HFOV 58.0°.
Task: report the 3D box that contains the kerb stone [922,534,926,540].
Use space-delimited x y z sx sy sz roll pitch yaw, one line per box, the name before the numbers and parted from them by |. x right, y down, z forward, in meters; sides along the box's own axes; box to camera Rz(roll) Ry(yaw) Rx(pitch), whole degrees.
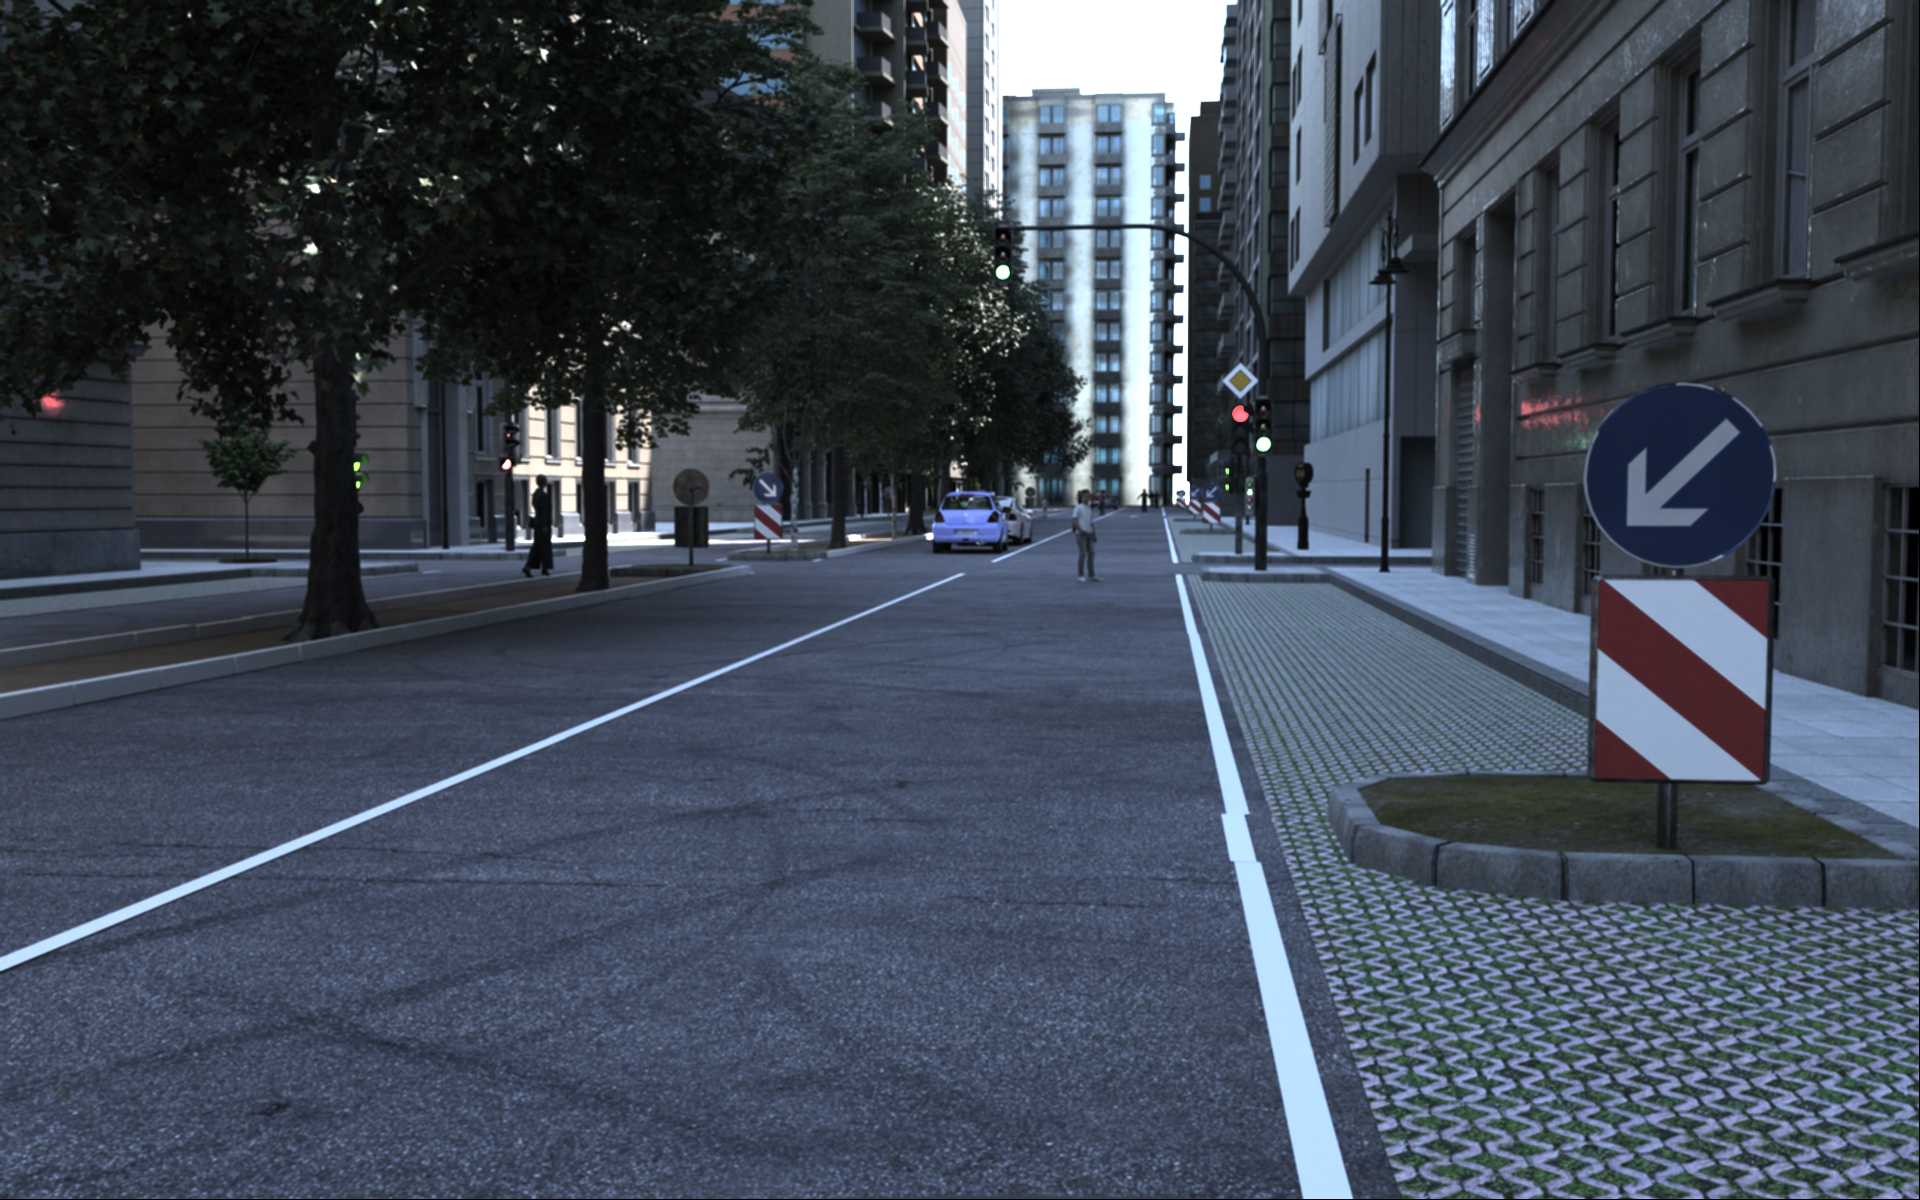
kerb stone | -1.239 -1.913 53.471 0.120 0.150 1.000 0 4 7

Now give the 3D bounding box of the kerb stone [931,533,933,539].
kerb stone | -0.996 -2.036 55.510 0.120 0.150 1.000 0 4 7

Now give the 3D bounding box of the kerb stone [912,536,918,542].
kerb stone | -1.465 -1.788 51.428 0.120 0.150 1.000 0 4 7

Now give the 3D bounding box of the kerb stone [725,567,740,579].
kerb stone | -3.982 -0.449 29.532 0.120 0.150 1.000 0 4 7

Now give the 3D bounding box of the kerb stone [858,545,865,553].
kerb stone | -2.525 -1.227 42.254 0.120 0.150 1.000 0 4 7

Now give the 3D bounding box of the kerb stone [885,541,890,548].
kerb stone | -2.068 -1.476 46.321 0.120 0.150 1.000 0 4 7

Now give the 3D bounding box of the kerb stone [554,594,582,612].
kerb stone | -4.923 0.052 21.380 0.120 0.150 1.000 0 4 7

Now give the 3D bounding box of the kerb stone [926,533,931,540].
kerb stone | -1.115 -1.975 54.486 0.120 0.150 1.000 0 4 7

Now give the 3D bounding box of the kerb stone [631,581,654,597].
kerb stone | -4.566 -0.137 24.443 0.120 0.150 1.000 0 4 7

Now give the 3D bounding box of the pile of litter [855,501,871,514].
pile of litter | -6.405 -5.841 109.472 1.719 0.858 1.176 1 4 17

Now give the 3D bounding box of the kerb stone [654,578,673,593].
kerb stone | -4.451 -0.198 25.459 0.120 0.150 1.000 0 4 7

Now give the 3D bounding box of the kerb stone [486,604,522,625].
kerb stone | -5.158 0.175 19.342 0.120 0.150 1.000 0 4 7

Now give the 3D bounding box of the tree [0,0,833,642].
tree | -6.132 -5.954 16.821 9.611 12.733 9.660 0 3 0

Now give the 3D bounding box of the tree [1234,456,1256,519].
tree | 14.526 -5.772 88.981 1.663 3.219 1.824 0 3 0

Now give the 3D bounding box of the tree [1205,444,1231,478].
tree | 17.788 -7.975 114.101 4.285 4.588 4.351 0 3 0

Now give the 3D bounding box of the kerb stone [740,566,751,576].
kerb stone | -3.865 -0.509 30.553 0.120 0.150 1.000 0 4 7

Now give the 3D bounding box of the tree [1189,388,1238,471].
tree | 17.980 -10.307 118.877 4.360 8.622 3.978 0 3 0

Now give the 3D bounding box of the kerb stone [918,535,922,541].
kerb stone | -1.355 -1.849 52.450 0.120 0.150 1.000 0 4 7

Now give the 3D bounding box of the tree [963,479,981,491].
tree | 1.322 -10.219 161.676 1.663 3.219 1.824 0 3 0

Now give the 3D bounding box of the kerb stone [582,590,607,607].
kerb stone | -4.809 -0.012 22.397 0.120 0.150 1.000 0 4 7

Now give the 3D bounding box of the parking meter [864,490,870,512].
parking meter | -6.045 -6.389 112.876 0.372 1.533 0.369 0 3 0

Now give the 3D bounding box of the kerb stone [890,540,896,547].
kerb stone | -1.941 -1.538 47.342 0.120 0.150 1.000 0 4 7

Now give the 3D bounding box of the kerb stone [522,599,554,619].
kerb stone | -5.036 0.114 20.365 0.120 0.150 1.000 0 4 7

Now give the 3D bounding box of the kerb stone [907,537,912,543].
kerb stone | -1.588 -1.726 50.413 0.120 0.150 1.000 0 4 7

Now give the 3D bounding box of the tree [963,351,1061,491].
tree | 0.506 -8.723 79.495 8.767 10.594 7.601 0 4 7

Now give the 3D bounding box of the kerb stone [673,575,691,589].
kerb stone | -4.340 -0.262 26.475 0.120 0.150 1.000 0 4 7

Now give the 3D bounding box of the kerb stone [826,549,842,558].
kerb stone | -2.882 -1.039 39.195 0.120 0.150 1.000 0 4 7

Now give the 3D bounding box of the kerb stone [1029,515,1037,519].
kerb stone | 4.267 -4.842 101.358 0.120 0.150 1.000 0 4 7

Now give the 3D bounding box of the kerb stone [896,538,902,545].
kerb stone | -1.822 -1.601 48.367 0.120 0.150 1.000 0 4 7

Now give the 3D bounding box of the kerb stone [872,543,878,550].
kerb stone | -2.293 -1.351 44.286 0.120 0.150 1.000 0 4 7

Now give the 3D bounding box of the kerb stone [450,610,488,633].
kerb stone | -5.275 0.241 18.327 0.120 0.150 1.000 0 4 7

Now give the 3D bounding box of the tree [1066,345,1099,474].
tree | 2.586 -10.618 93.068 9.611 12.733 9.660 0 3 0

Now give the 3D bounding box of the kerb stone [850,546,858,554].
kerb stone | -2.643 -1.163 41.239 0.120 0.150 1.000 0 4 7

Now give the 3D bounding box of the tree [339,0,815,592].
tree | -5.409 -6.413 25.432 7.486 12.596 7.792 0 3 0

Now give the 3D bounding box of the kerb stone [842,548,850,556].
kerb stone | -2.757 -1.103 40.223 0.120 0.150 1.000 0 4 7

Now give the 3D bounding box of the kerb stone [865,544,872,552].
kerb stone | -2.405 -1.289 43.270 0.120 0.150 1.000 0 4 7

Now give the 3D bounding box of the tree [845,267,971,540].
tree | -1.986 -6.080 52.231 4.737 8.622 4.395 0 3 0

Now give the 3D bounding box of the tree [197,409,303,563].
tree | -13.525 -2.320 32.529 1.663 3.219 1.824 0 3 0

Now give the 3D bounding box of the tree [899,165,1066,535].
tree | -1.521 -8.608 60.205 9.611 12.733 9.660 0 3 0

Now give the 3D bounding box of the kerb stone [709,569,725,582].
kerb stone | -4.102 -0.386 28.513 0.120 0.150 1.000 0 4 7

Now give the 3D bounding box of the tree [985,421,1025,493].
tree | 1.602 -8.129 85.727 4.737 8.622 4.395 0 3 0

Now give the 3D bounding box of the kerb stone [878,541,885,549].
kerb stone | -2.171 -1.413 45.304 0.120 0.150 1.000 0 4 7

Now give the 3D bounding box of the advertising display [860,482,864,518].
advertising display | -5.321 -5.427 93.941 0.123 1.923 0.974 0 4 -7

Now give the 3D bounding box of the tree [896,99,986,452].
tree | -3.245 -7.629 45.320 7.486 12.596 7.792 0 3 0

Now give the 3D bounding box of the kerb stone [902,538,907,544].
kerb stone | -1.702 -1.663 49.394 0.120 0.150 1.000 0 4 7

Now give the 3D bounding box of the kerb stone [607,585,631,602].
kerb stone | -4.690 -0.070 23.418 0.120 0.150 1.000 0 4 7

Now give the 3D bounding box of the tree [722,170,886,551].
tree | -3.765 -5.298 39.448 4.360 8.622 3.978 0 3 0

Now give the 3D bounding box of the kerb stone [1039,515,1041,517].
kerb stone | 4.625 -5.023 104.405 0.120 0.150 1.000 0 4 7

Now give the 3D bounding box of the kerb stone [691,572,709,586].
kerb stone | -4.218 -0.324 27.498 0.120 0.150 1.000 0 4 7

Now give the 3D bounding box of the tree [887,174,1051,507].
tree | -0.699 -9.837 69.952 9.857 13.997 8.962 0 3 0
